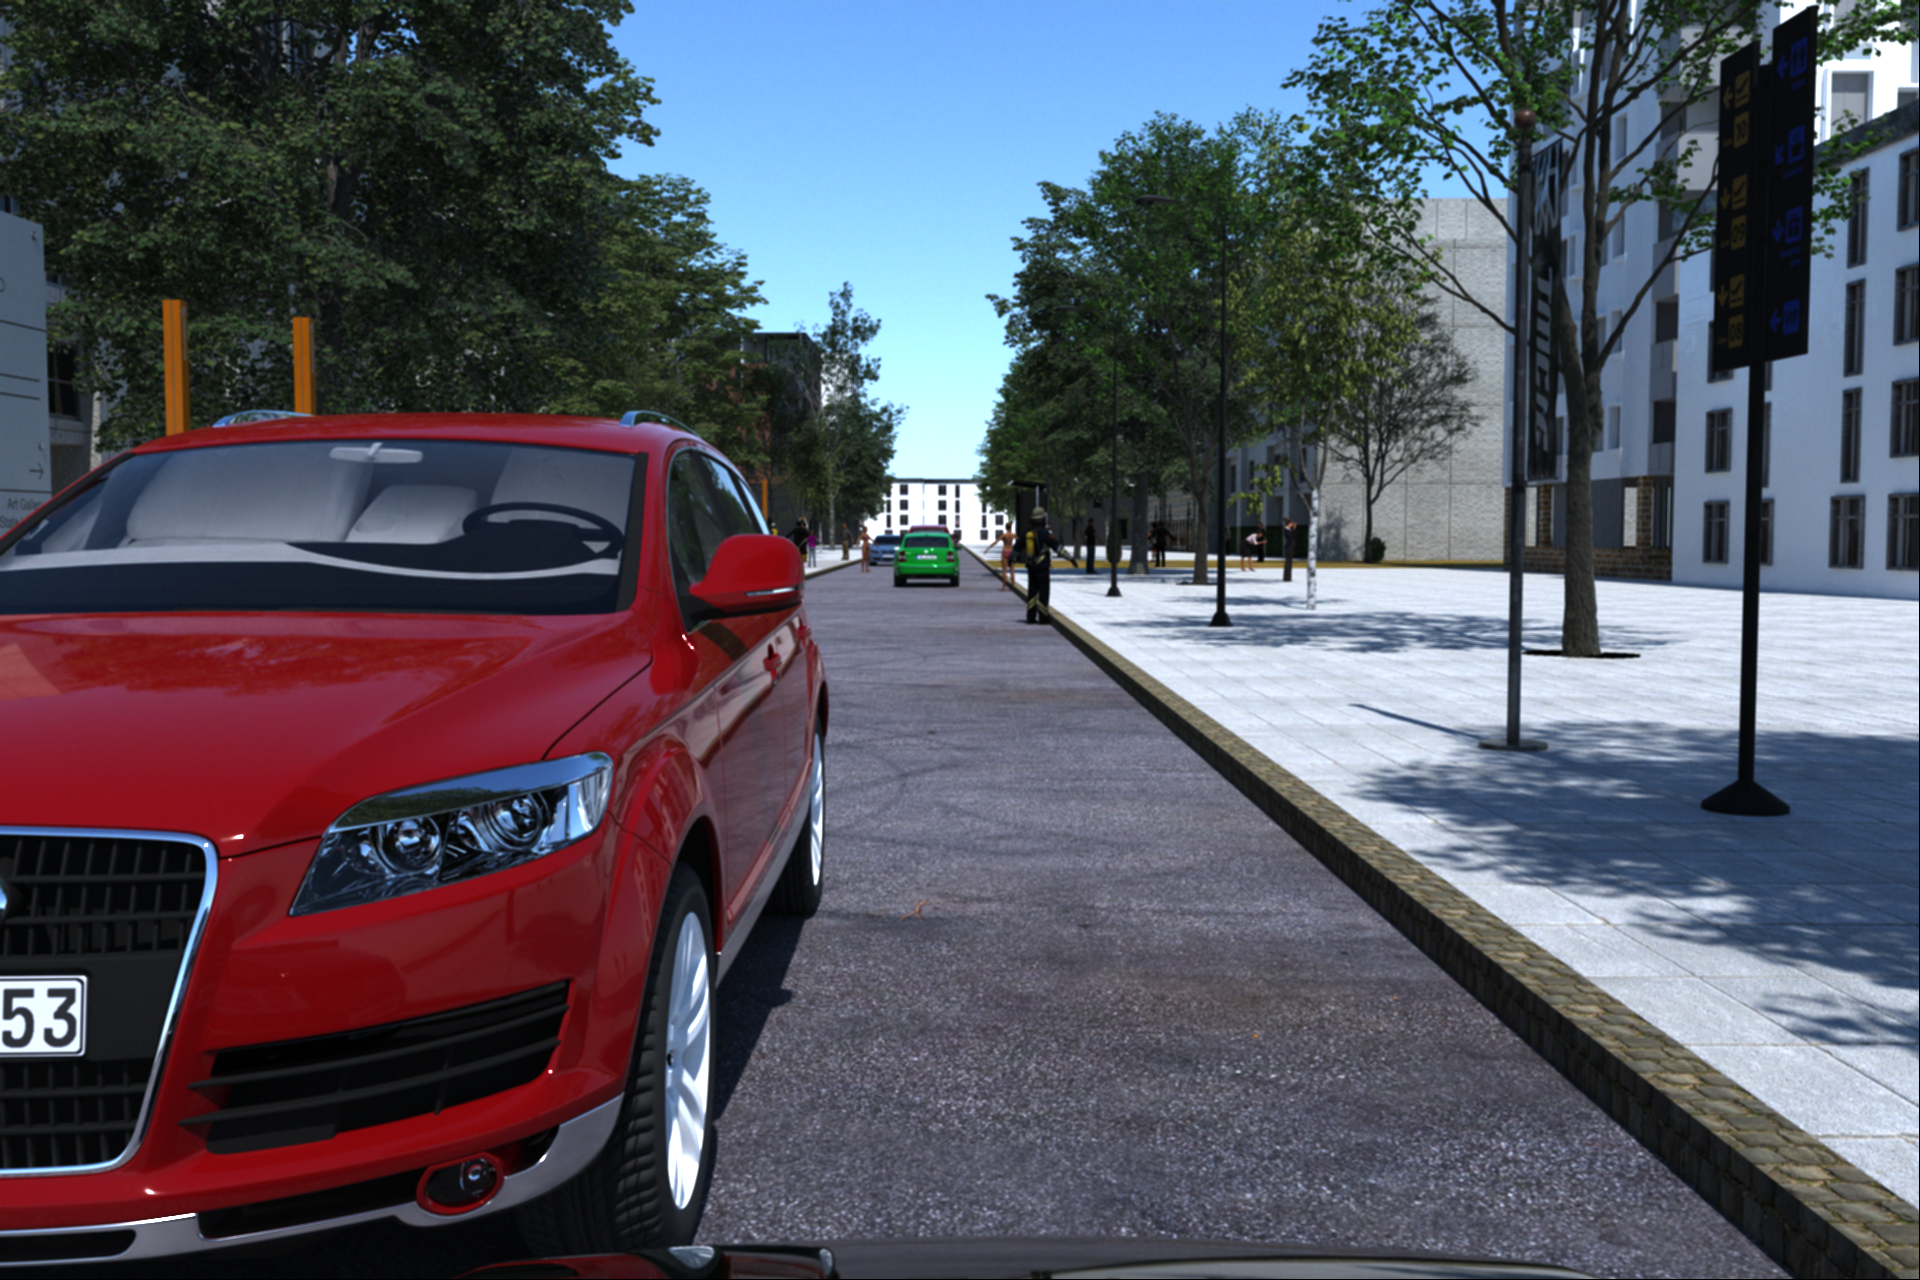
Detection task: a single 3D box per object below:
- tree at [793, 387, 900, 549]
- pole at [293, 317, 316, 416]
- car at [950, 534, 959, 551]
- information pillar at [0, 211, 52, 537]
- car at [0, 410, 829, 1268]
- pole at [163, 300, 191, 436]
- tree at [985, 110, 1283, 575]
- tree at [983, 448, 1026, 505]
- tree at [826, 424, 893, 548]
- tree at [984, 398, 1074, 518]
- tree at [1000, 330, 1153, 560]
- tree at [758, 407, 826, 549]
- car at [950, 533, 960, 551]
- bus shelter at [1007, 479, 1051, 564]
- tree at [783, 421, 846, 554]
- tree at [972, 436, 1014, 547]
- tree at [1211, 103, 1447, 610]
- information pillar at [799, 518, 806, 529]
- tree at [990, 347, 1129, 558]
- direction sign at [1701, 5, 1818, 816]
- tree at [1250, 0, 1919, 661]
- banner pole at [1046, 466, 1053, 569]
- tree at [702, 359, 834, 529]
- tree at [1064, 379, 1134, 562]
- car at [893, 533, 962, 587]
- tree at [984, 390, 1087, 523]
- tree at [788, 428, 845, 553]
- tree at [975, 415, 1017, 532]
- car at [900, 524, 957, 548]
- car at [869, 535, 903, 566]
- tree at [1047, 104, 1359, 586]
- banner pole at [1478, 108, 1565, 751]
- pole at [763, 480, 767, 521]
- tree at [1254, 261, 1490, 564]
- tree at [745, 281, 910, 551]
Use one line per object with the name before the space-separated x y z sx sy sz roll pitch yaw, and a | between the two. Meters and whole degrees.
tree | -9.966 -14.880 149.950 9.857 13.997 8.962 0 3 0
pole | -6.188 -1.381 16.428 0.158 3.312 0.155 0 3 0
car | -1.091 -5.754 105.881 2.131 1.459 4.920 0 4 -1
information pillar | -7.033 -1.293 12.452 0.184 3.620 1.656 0 4 -1
car | -1.535 0.220 5.075 2.281 1.827 5.304 0 3 0
pole | -6.852 -1.307 15.215 0.158 3.312 0.155 0 3 0
tree | 5.640 -9.023 54.179 9.857 13.997 8.962 0 3 0
tree | 5.215 -12.577 140.049 7.601 10.594 8.767 -2 4 -28
tree | -10.139 -15.002 163.401 7.486 12.596 7.792 0 3 0
tree | 5.223 -12.614 124.359 7.486 12.596 7.792 0 3 0
tree | 5.761 -9.790 85.822 9.928 11.665 9.643 0 3 0
tree | -9.165 -9.138 99.761 4.360 8.622 3.978 0 3 0
car | -1.074 -8.343 145.445 2.155 1.783 4.494 0 4 0
bus shelter | 3.094 -5.285 77.690 1.731 3.624 6.357 0 4 0
tree | -9.518 -9.751 109.789 4.737 8.622 4.395 0 3 0
tree | 4.963 -14.781 167.418 9.928 11.665 9.643 0 3 0
tree | 6.057 -4.832 29.370 4.737 8.622 4.395 0 3 0
information pillar | -7.289 -4.625 80.118 0.304 2.012 0.304 0 4 -1
tree | 5.468 -10.306 94.258 9.928 11.665 9.643 0 3 0
direction sign | 3.653 -0.976 7.952 0.379 3.537 0.876 0 4 0
tree | 6.481 -5.640 17.969 9.928 11.665 9.643 0 3 0
banner pole | 3.236 -4.492 63.456 0.401 3.779 0.863 0 3 0
tree | -10.121 -9.646 92.120 7.601 10.594 8.767 1 4 15
tree | 6.842 -7.888 79.334 4.360 8.622 3.978 0 3 0
car | -0.908 -2.423 48.415 1.959 1.807 4.718 0 4 0
tree | 5.048 -11.880 112.370 7.486 12.596 7.792 0 3 0
tree | -9.286 -10.196 117.072 4.360 8.622 3.978 0 3 0
tree | 5.216 -14.626 157.263 7.486 12.596 7.792 0 3 0
car | -1.229 -3.661 68.533 2.281 1.827 5.304 0 4 -1
car | -3.211 -4.096 78.974 2.014 1.417 4.499 0 4 0
tree | 6.016 -7.181 43.167 9.928 11.665 9.643 0 3 0
banner pole | 3.329 -1.227 10.071 0.401 3.779 0.863 0 4 -1
pole | -7.348 -4.370 65.290 0.158 3.312 0.155 0 3 0
tree | 17.994 -10.095 75.426 12.009 13.543 11.850 0 3 0
tree | -10.175 -16.904 132.264 12.611 20.169 13.585 0 3 0
